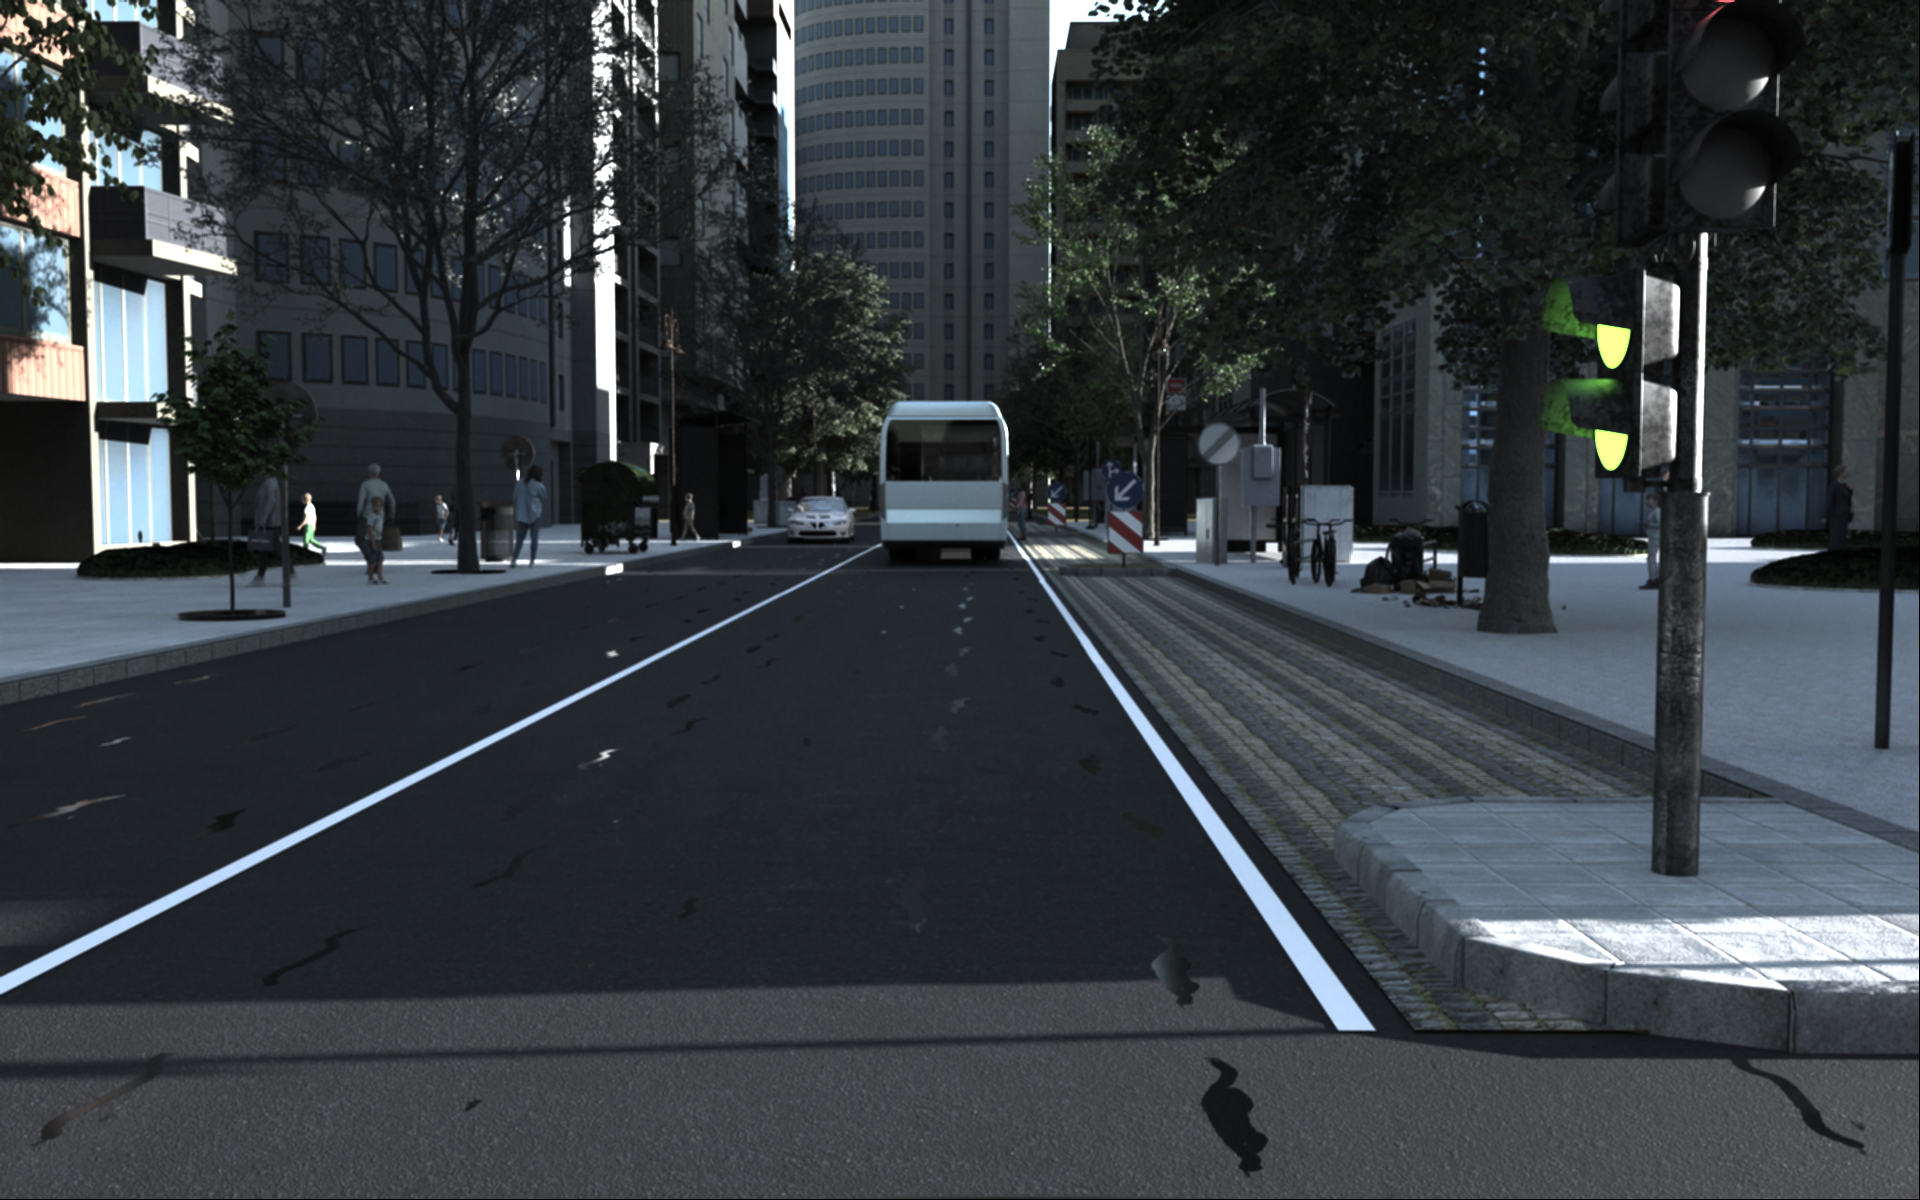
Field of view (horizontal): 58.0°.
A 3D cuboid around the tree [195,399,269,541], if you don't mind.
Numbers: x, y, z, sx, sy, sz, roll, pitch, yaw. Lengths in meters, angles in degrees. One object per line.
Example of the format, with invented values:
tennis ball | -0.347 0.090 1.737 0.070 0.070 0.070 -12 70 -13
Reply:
tree | -20.330 -3.881 47.175 4.285 4.588 4.351 0 3 0

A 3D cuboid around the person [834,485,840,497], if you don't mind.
person | -6.610 -5.413 95.058 0.721 1.766 1.217 0 4 -5

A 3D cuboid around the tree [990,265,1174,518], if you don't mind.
tree | 6.300 -11.089 91.671 12.009 13.543 11.850 0 3 0

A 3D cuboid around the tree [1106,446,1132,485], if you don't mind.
tree | 6.519 -4.541 68.842 1.663 3.219 1.824 0 3 0

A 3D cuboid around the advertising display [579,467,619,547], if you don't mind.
advertising display | -8.707 -2.243 41.881 0.974 1.923 0.123 0 4 -7

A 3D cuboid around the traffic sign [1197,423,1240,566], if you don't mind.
traffic sign | 4.620 -1.891 31.017 0.768 2.556 0.104 0 4 1

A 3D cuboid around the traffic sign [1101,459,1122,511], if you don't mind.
traffic sign | 5.510 -3.850 63.048 0.768 2.556 0.104 0 4 4

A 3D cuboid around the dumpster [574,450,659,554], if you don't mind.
dumpster | -7.468 -2.152 37.686 1.502 2.255 1.985 0 4 1

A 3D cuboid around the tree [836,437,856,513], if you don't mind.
tree | -7.661 -10.382 120.103 4.360 8.622 3.978 0 3 0

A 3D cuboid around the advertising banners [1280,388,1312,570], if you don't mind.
advertising banners | 5.759 -2.048 29.672 0.090 3.025 2.074 0 4 -2

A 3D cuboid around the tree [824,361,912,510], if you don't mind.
tree | -6.808 -13.598 139.335 9.611 12.733 9.660 0 3 0

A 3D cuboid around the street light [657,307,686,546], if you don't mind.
street light | -7.135 -4.294 42.987 0.468 5.910 1.993 0 4 1

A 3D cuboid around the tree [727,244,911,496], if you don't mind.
tree | -7.026 -11.086 87.918 9.857 13.997 8.962 0 3 0

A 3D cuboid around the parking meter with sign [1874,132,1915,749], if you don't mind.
parking meter with sign | 5.397 -0.736 8.292 1.738 3.016 0.543 2 4 26

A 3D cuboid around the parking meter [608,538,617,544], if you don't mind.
parking meter | -8.957 -2.190 44.209 0.372 1.533 0.369 0 3 0

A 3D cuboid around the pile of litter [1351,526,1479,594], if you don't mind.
pile of litter | 5.979 -0.532 22.666 1.719 0.858 1.176 1 4 8

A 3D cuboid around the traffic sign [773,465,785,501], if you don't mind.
traffic sign | -8.086 -4.655 76.222 0.768 2.556 0.104 1 4 10

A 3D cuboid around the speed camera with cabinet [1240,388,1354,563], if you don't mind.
speed camera with cabinet | 6.339 -2.341 32.611 2.038 3.252 0.660 0 4 0

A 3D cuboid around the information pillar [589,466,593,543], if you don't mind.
information pillar | -9.610 -2.524 45.761 0.304 2.012 0.304 -1 4 -23

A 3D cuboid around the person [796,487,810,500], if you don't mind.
person | -10.835 -6.905 119.662 1.217 1.743 0.721 1 4 11

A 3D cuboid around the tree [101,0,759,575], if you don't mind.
tree | -8.109 -7.170 27.607 12.009 13.543 11.850 0 3 0

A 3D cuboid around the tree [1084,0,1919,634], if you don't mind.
tree | 5.296 -6.679 15.852 9.857 13.997 8.962 0 3 0

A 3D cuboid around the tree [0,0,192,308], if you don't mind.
tree | -8.048 -3.848 13.276 4.737 8.622 4.395 0 3 0

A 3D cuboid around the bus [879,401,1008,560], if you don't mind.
bus | -0.357 -2.822 40.993 2.948 3.499 13.247 0 4 0

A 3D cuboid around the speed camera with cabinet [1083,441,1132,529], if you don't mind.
speed camera with cabinet | 5.568 -4.323 65.019 2.038 3.252 0.660 -3 4 -36

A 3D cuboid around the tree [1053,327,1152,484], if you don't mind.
tree | 6.280 -7.601 74.645 4.737 8.622 4.395 0 3 0

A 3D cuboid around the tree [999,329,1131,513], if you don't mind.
tree | 7.038 -12.434 120.309 9.611 12.733 9.660 0 3 0

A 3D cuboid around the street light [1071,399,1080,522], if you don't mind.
street light | 5.362 -6.538 79.678 0.468 5.910 1.993 0 4 1

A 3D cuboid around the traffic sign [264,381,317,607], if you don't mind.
traffic sign | -7.637 -1.191 19.576 0.768 2.556 0.104 0 4 3

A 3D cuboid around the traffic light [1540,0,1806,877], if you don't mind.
traffic light | 2.407 -1.030 5.762 0.839 4.253 0.868 0 4 1

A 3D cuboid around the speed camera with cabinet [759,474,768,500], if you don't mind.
speed camera with cabinet | -9.042 -5.278 80.630 0.660 3.252 2.038 0 4 -7

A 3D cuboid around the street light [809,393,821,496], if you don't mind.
street light | -6.664 -6.515 79.300 0.468 5.910 1.993 0 4 1

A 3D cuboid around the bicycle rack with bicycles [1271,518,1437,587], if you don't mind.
bicycle rack with bicycles | 5.695 -0.709 24.972 2.852 0.926 2.925 1 4 22

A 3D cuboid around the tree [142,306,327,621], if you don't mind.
tree | -7.431 -1.428 17.947 1.663 3.219 1.824 0 3 0

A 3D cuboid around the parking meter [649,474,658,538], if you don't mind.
parking meter | -8.998 -2.721 50.201 0.399 1.863 0.255 1 4 22

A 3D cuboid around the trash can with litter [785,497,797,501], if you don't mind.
trash can with litter | -7.322 -3.813 73.736 0.624 1.170 1.055 -2 4 -26

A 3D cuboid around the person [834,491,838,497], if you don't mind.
person | -6.475 -4.991 90.911 0.557 1.426 1.065 -3 5 -44

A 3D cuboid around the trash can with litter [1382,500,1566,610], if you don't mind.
trash can with litter | 5.783 -0.547 20.009 1.678 1.210 2.233 -1 4 -21

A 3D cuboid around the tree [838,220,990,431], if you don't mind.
tree | -7.284 -9.495 65.615 12.009 13.543 11.850 0 3 0

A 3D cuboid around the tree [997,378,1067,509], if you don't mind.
tree | 6.734 -14.580 156.504 7.486 12.596 7.792 0 3 0

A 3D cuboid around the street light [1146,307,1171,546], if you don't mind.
street light | 4.898 -4.289 42.910 0.468 5.910 1.993 0 4 1

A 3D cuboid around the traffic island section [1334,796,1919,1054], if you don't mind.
traffic island section | 2.447 1.003 5.875 2.009 0.180 2.903 0 4 1

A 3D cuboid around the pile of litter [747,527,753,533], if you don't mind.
pile of litter | -7.508 -2.692 57.986 1.176 0.858 1.719 0 4 0

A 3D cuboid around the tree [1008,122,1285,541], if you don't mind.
tree | 5.164 -7.467 47.849 9.928 11.665 9.643 0 3 0

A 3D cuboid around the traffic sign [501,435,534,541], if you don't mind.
traffic sign | -9.622 -2.296 37.638 0.768 2.556 0.104 1 4 10
